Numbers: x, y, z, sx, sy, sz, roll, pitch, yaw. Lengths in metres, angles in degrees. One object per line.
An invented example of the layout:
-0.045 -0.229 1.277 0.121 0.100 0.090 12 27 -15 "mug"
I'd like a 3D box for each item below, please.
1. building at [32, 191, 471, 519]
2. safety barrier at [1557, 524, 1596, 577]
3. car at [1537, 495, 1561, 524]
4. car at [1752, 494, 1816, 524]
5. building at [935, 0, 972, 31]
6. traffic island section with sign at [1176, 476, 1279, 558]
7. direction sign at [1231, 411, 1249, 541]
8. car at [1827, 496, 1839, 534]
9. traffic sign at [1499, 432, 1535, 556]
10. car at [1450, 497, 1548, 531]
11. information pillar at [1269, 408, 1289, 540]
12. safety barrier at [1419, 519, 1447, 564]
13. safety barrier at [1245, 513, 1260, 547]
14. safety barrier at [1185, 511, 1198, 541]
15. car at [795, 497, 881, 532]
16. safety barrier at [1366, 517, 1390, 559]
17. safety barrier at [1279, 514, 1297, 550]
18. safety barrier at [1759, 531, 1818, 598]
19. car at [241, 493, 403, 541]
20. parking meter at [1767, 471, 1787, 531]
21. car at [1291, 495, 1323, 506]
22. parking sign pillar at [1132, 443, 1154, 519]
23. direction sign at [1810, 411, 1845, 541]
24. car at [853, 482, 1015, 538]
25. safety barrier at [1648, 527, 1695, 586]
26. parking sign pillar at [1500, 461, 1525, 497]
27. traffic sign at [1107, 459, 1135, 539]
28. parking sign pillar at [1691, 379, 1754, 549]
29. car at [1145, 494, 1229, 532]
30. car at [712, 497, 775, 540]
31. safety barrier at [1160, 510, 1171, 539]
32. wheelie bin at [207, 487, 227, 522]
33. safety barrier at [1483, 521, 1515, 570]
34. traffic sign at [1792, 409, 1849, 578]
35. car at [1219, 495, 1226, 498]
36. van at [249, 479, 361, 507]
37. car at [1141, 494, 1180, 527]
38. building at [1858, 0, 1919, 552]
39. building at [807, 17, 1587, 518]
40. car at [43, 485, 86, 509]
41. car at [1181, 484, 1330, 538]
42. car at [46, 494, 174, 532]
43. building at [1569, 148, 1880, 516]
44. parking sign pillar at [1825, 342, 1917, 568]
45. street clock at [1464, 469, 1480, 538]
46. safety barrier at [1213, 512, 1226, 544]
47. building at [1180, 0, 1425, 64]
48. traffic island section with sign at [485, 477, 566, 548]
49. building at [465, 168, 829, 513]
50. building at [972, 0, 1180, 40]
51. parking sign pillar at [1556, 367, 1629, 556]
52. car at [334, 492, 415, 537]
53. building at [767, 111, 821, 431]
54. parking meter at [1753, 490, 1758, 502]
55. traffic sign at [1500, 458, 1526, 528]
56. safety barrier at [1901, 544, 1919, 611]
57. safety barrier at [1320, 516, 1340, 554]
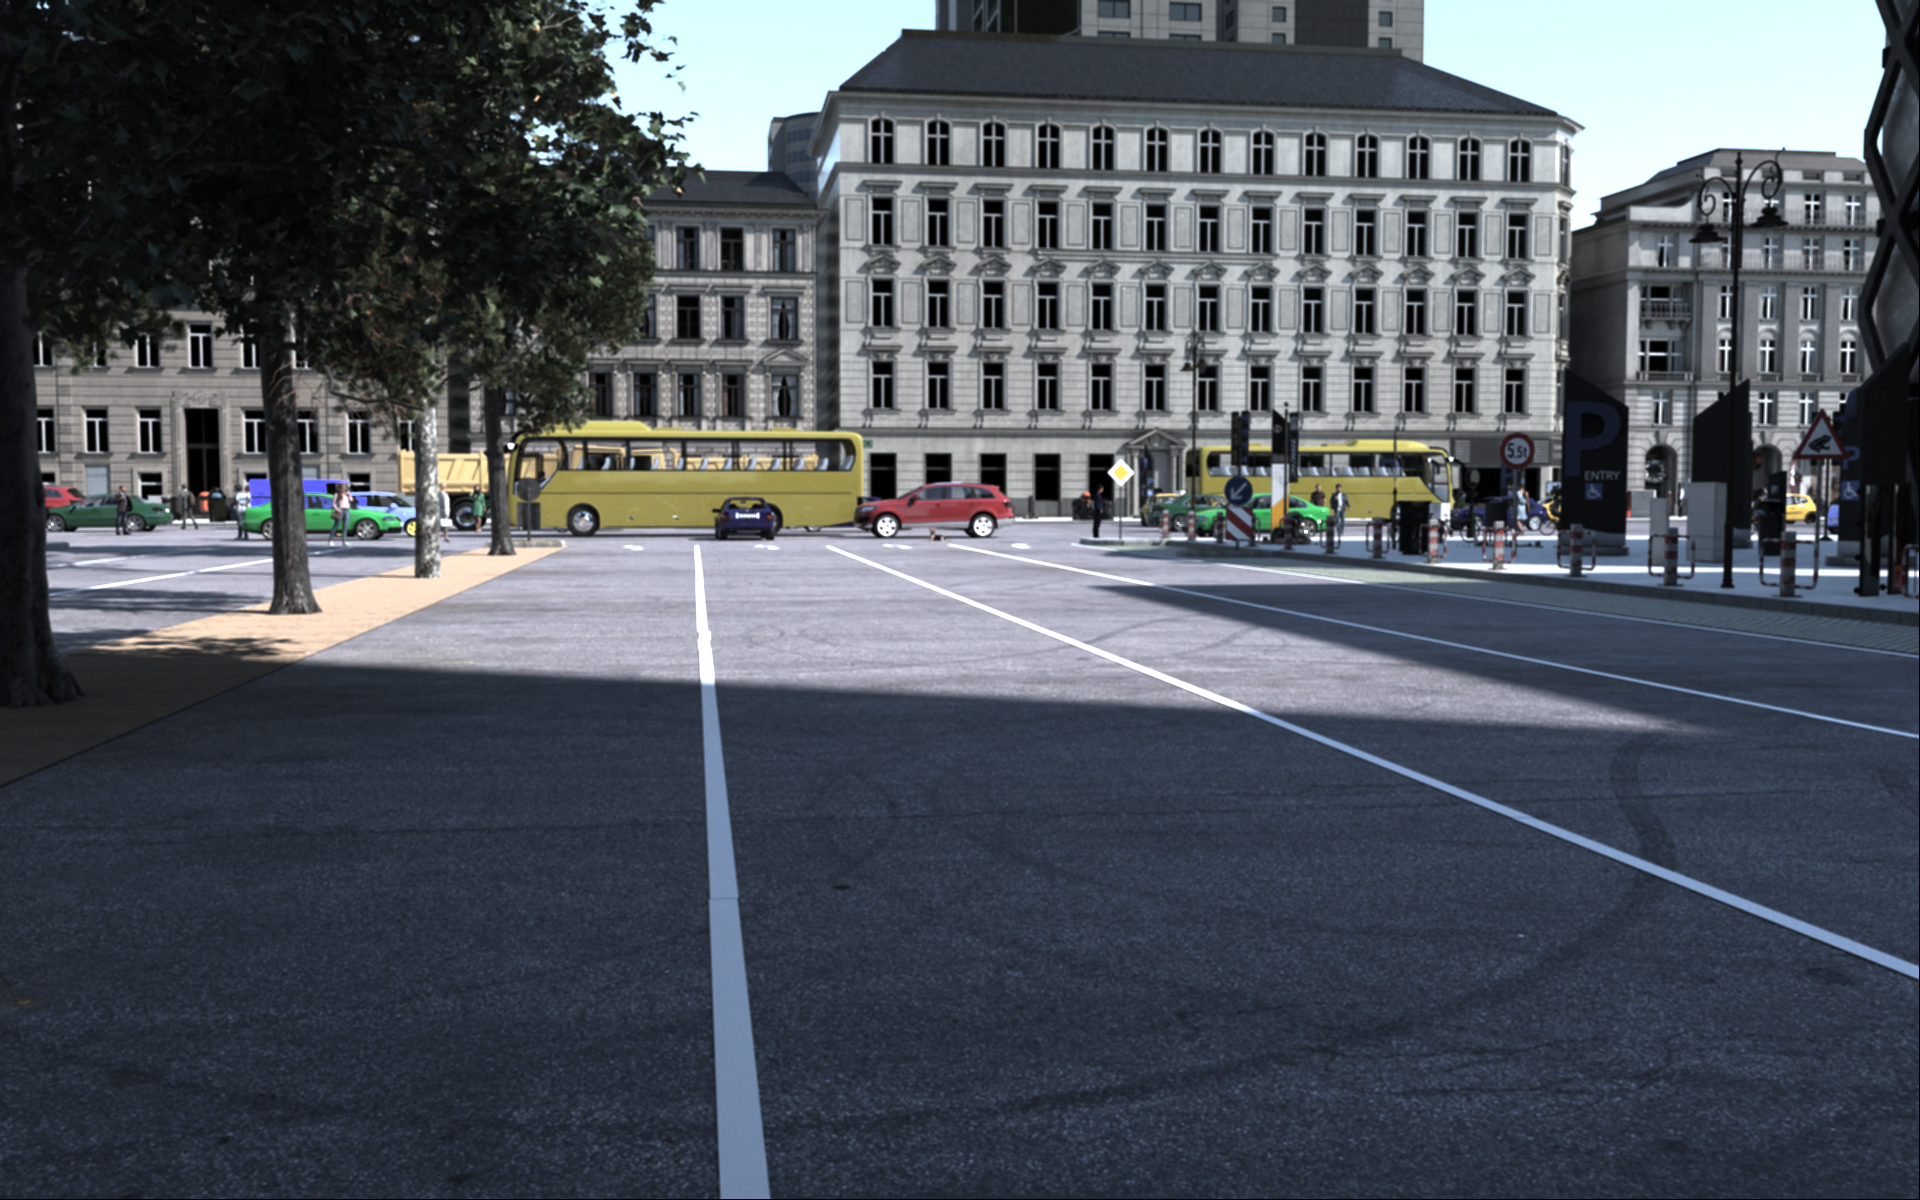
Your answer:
-39.379 -18.085 92.960 25.104 27.353 12.463 -1 4 -9 "building"
9.501 -0.760 26.708 0.300 0.817 1.120 -1 4 -9 "safety barrier"
28.819 -4.482 83.505 3.980 1.641 2.015 0 4 -8 "car"
39.045 -4.450 82.986 3.980 1.641 2.015 -1 4 -11 "car"
7.882 -39.290 184.395 21.231 58.520 28.212 -1 4 -9 "building"
6.032 -1.896 39.623 1.989 1.847 2.006 -1 4 -9 "traffic island section with sign"
7.659 -3.391 47.444 0.379 3.537 0.876 -1 4 -22 "direction sign"
32.842 -3.184 61.652 3.694 1.707 1.945 -1 4 -9 "car"
11.515 -2.189 35.904 0.768 2.556 0.104 0 4 -7 "traffic sign"
20.992 -3.393 68.063 3.894 1.354 1.945 -1 4 -10 "car"
8.748 -3.427 47.393 0.504 3.616 0.183 0 4 -2 "information pillar"
8.698 -1.076 31.869 0.300 0.817 1.120 -1 4 -9 "safety barrier"
7.114 -1.707 42.188 0.300 0.817 1.120 -1 4 -9 "safety barrier"
6.318 -2.023 47.351 0.300 0.817 1.120 -1 4 -9 "safety barrier"
-4.384 -3.239 65.530 3.894 1.354 1.945 -1 4 -8 "car"
8.307 -1.234 34.450 0.300 0.817 1.120 -1 4 -9 "safety barrier"
7.508 -1.549 39.608 0.300 0.817 1.120 -1 4 -9 "safety barrier"
10.290 -0.443 21.524 0.300 0.817 1.120 -1 4 -9 "safety barrier"
-19.811 -2.760 53.919 4.718 1.807 1.959 -1 4 -11 "car"
20.714 -2.337 43.925 0.255 1.863 0.399 -2 4 -27 "parking meter"
12.250 -3.536 69.604 4.920 1.459 2.131 0 4 -7 "car"
9.783 -6.262 90.853 1.447 3.967 1.447 -1 4 -11 "parking sign pillar"
23.804 -3.396 47.524 0.876 3.537 0.379 3 5 39 "direction sign"
-0.861 -2.959 57.050 5.304 1.827 2.281 0 4 -8 "car"
9.898 -0.601 24.109 0.300 0.817 1.120 -1 4 -9 "safety barrier"
30.586 -6.569 95.874 1.447 3.967 1.447 -3 5 -41 "parking sign pillar"
4.547 -2.778 49.067 0.795 2.450 0.064 -1 4 -9 "traffic sign"
18.123 -3.224 41.179 1.447 3.967 1.447 -3 5 -39 "parking sign pillar"
9.548 -3.326 66.173 4.920 1.459 2.131 0 4 -8 "car"
-6.863 -2.594 54.990 1.945 1.354 3.894 -1 4 -11 "car"
5.923 -2.181 49.932 0.300 0.817 1.120 -1 4 -9 "safety barrier"
-33.829 -4.338 78.828 0.980 1.594 0.693 3 5 40 "wheelie bin"
9.104 -0.918 29.288 0.300 0.817 1.120 -1 4 -9 "safety barrier"
13.113 -1.618 26.455 0.884 2.594 0.081 0 4 -3 "traffic sign"
10.991 -3.771 71.872 3.980 1.641 2.015 -1 4 -11 "car"
-26.724 -4.132 71.936 5.245 2.365 2.240 0 4 -7 "van"
9.184 -4.021 75.962 2.015 1.641 3.980 -1 4 -9 "car"
28.454 -10.095 32.511 16.820 18.784 16.811 -1 4 -9 "building"
13.568 -19.987 103.199 44.131 29.872 17.030 -1 4 -9 "building"
-39.701 -3.950 73.253 5.304 1.827 2.281 -1 4 -9 "car"
9.330 -2.802 54.601 4.718 1.807 1.959 -1 4 -10 "car"
-32.714 -3.321 66.090 4.920 1.459 2.131 -1 4 -10 "car"
48.724 -16.208 106.798 24.055 21.916 13.314 -1 4 -9 "building"
16.158 -2.578 30.629 1.447 3.967 1.447 -2 4 -29 "parking sign pillar"
14.879 -2.800 50.356 0.471 2.002 0.358 -3 4 -37 "street clock"
6.716 -1.865 44.768 0.300 0.817 1.120 -1 4 -9 "safety barrier"
37.469 -46.129 192.458 20.611 71.187 20.563 -1 4 -9 "building"
-11.739 -2.370 46.888 2.006 1.907 1.989 -1 4 -9 "traffic island section with sign"
-17.254 -14.112 95.354 19.286 19.102 10.561 -1 4 -9 "building"
10.652 -44.130 159.781 20.563 71.187 20.611 -1 4 -9 "building"
13.343 -2.932 36.415 1.447 3.967 1.447 1 4 23 "parking sign pillar"
-19.292 -2.964 58.059 3.694 1.707 1.945 0 4 -8 "car"
-14.540 -44.077 262.655 28.212 58.520 21.231 -1 4 -9 "building"
44.698 -5.433 97.237 0.372 1.533 0.369 0 3 0 "parking meter"
11.740 -2.234 36.628 0.768 2.556 0.104 0 4 -7 "traffic sign"
10.692 -0.285 18.937 0.300 0.817 1.120 -1 4 -9 "safety barrier"
7.911 -1.392 37.030 0.300 0.817 1.120 -1 4 -9 "safety barrier"
